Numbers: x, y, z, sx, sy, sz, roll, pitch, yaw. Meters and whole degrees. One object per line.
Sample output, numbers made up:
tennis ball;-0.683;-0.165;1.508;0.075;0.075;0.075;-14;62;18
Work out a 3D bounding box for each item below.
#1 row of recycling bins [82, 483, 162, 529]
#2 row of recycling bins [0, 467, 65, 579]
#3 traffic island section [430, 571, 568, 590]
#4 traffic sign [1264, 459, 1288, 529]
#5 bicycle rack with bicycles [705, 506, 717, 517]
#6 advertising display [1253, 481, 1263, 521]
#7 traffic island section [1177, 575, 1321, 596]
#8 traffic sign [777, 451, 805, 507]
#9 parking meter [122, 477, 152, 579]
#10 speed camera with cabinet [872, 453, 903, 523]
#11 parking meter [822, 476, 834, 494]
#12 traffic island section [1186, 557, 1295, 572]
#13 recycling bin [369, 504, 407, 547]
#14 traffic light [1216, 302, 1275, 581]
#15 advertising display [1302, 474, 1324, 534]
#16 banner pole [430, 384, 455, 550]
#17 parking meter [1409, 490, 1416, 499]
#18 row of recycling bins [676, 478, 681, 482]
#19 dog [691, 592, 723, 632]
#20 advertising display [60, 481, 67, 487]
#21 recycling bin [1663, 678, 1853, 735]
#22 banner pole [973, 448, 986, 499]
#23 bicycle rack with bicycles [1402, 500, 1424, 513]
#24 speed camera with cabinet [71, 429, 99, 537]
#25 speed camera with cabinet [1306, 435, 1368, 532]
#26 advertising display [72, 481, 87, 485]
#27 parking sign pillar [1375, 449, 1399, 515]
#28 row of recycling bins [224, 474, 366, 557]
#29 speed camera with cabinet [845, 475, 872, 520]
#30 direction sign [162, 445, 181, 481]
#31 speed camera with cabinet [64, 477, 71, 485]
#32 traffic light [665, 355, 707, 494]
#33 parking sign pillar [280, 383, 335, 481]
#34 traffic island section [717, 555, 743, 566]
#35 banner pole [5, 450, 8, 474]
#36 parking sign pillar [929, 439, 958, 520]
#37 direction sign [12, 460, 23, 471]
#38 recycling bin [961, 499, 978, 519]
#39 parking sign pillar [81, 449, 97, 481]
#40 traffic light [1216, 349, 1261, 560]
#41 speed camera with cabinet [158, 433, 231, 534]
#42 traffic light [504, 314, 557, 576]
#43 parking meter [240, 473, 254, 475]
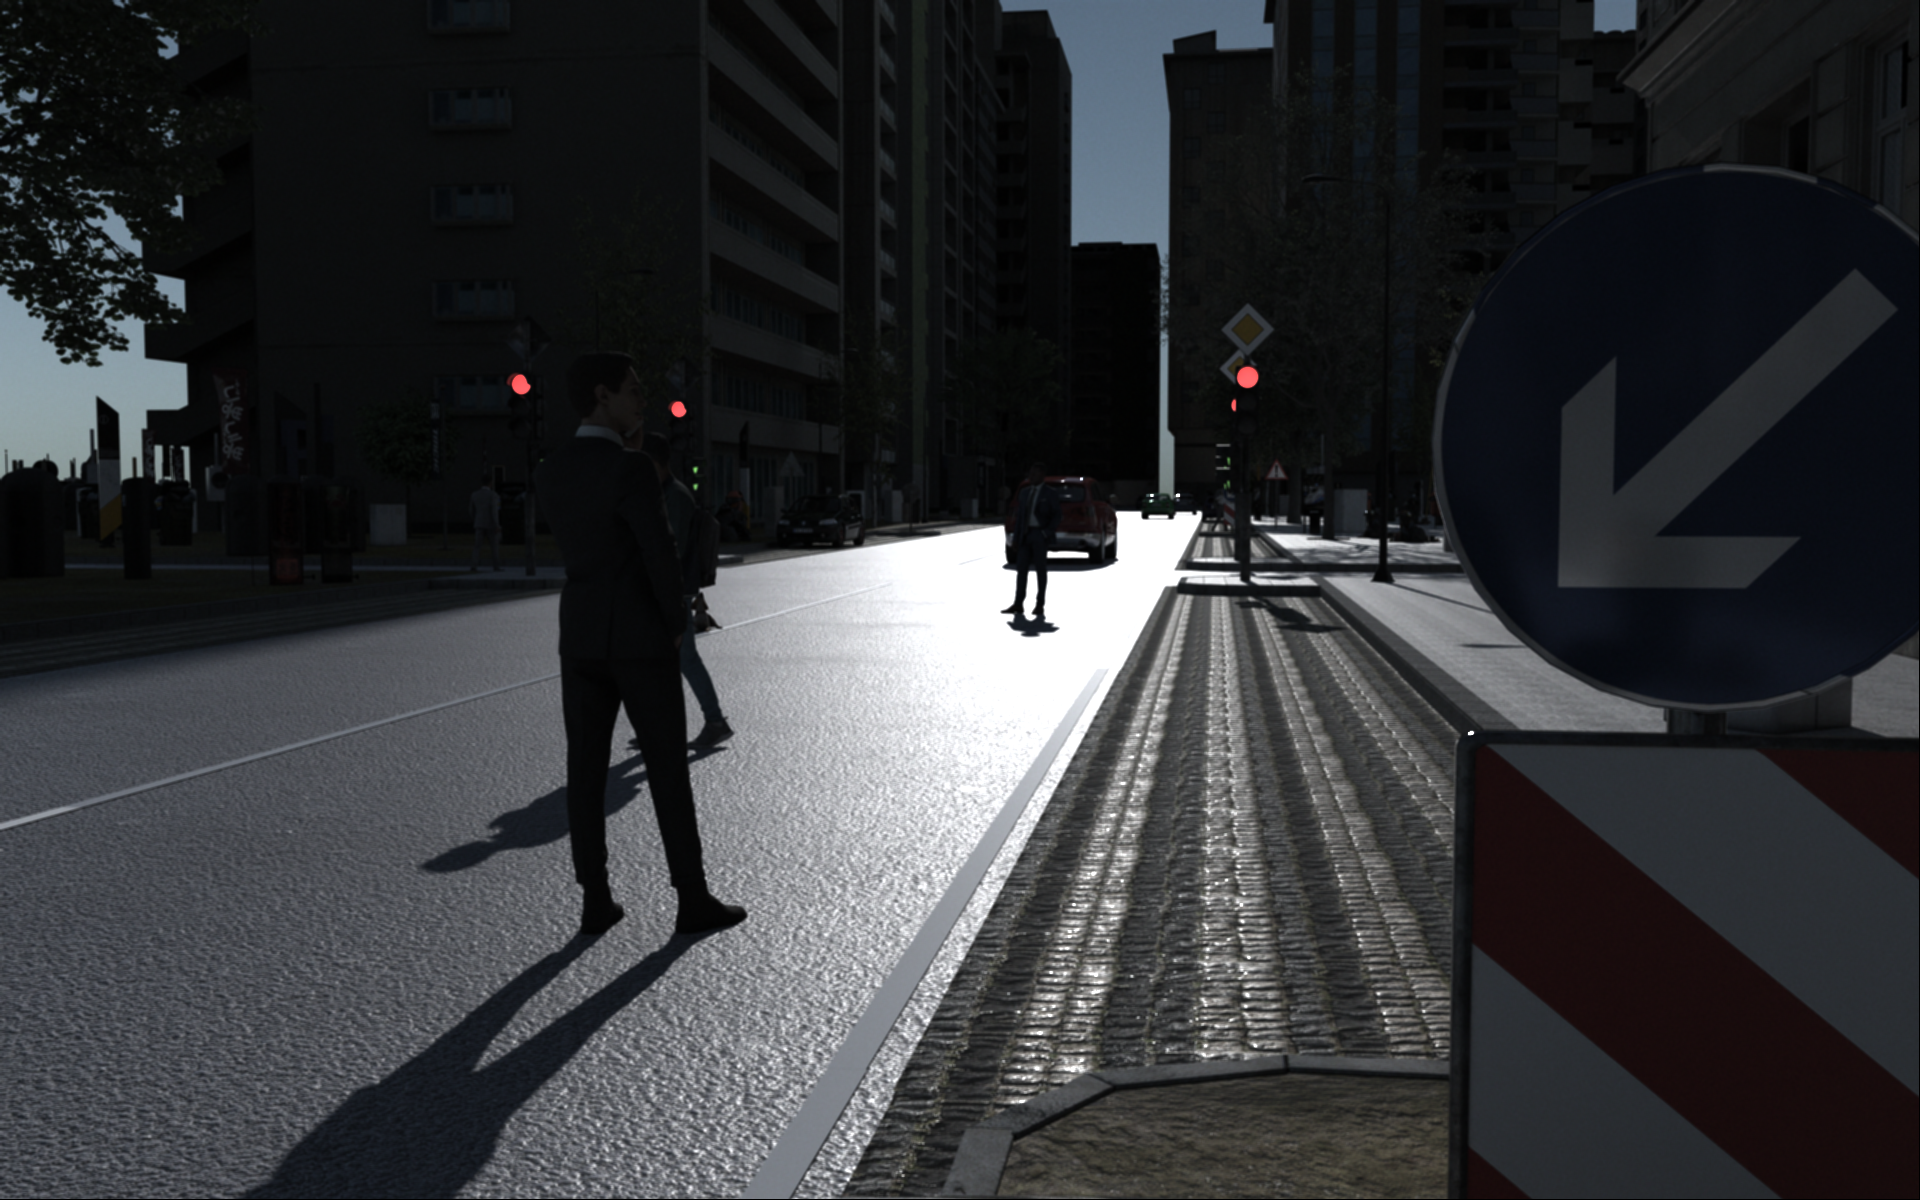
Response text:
row of recycling bins;-30.653;-3.412;62.907;1.069;1.692;3.534;3;5;44
row of recycling bins;-15.102;-1.139;25.730;1.069;1.692;3.534;2;4;33
traffic island section;-6.777;-0.305;27.269;2.009;0.180;2.903;1;4;8
traffic sign;11.659;-3.905;63.849;0.884;2.594;0.081;1;4;10
bicycle rack with bicycles;-7.679;-2.368;52.096;2.925;0.926;2.852;2;4;31
advertising display;14.509;-4.842;84.385;0.123;1.923;0.974;-1;4;-10
traffic island section;4.245;-0.206;25.651;2.009;0.180;2.903;1;4;8
traffic sign;-5.064;-3.175;51.913;0.884;2.594;0.081;1;4;14
parking meter;-12.426;-1.084;26.136;0.372;1.533;0.369;0;3;0
speed camera with cabinet;-3.186;-5.144;78.432;0.660;3.252;2.038;-1;4;-23
parking meter;-4.407;-3.176;57.646;0.399;1.863;0.255;-2;4;-31
traffic island section;5.406;-0.689;33.552;2.009;0.180;2.903;1;4;8
recycling bin;-14.114;-1.846;42.739;0.722;1.027;0.722;-2;4;-33
traffic light;4.207;-2.240;25.543;0.839;4.253;0.868;1;4;8
advertising display;11.416;-3.086;55.674;0.123;1.923;0.974;-3;4;-38
banner pole;-11.951;-3.042;39.761;0.401;3.779;0.863;-3;5;-44
parking meter;27.836;-6.005;106.592;0.372;1.533;0.369;0;3;0
row of recycling bins;-8.314;-2.280;44.391;3.534;1.692;1.069;2;4;31
dog;-2.646;0.117;18.283;0.550;0.427;0.748;3;4;37
advertising display;-43.152;-4.739;82.704;0.974;1.923;0.123;-3;4;-38
recycling bin;4.455;0.177;9.664;0.722;1.027;0.722;-2;4;-30
banner pole;0.992;-6.321;93.363;0.863;3.779;0.401;1;4;15
bicycle rack with bicycles;26.726;-5.279;99.693;2.852;0.926;2.925;1;4;19
speed camera with cabinet;-26.075;-3.538;52.186;0.660;3.252;2.038;-1;4;-14
speed camera with cabinet;12.636;-3.897;58.053;2.038;3.252;0.660;-1;4;-18
advertising display;-42.811;-4.854;84.570;0.123;1.923;0.974;2;4;35
parking sign pillar;25.714;-7.085;104.313;1.447;3.967;1.447;-3;5;-43
row of recycling bins;-14.109;-1.830;37.033;1.069;1.692;3.534;2;4;25
speed camera with cabinet;-4.588;-5.374;82.203;2.038;3.252;0.660;-2;4;-29
direction sign;-35.596;-5.279;78.312;0.379;3.537;0.876;2;4;35
speed camera with cabinet;-49.253;-6.151;94.896;2.038;3.252;0.660;0;4;5
traffic light;-5.579;-2.820;35.030;0.839;4.253;0.868;1;4;8
parking sign pillar;-15.788;-3.318;42.717;1.447;3.967;1.447;-2;4;-30
traffic island section;-5.617;-0.788;35.170;2.009;0.180;2.903;1;4;8
banner pole;-53.943;-6.609;98.068;0.401;3.779;0.863;-2;4;-26
parking sign pillar;-0.800;-5.943;85.633;1.447;3.967;1.447;0;4;1
direction sign;-62.707;-7.545;115.361;0.876;3.537;0.379;1;4;17
recycling bin;0.488;-4.760;90.380;0.722;1.027;0.722;1;4;23
parking sign pillar;-52.268;-7.066;103.996;1.447;3.967;1.447;0;4;-2
traffic light;5.368;-2.723;33.443;0.839;4.253;0.868;1;4;8
speed camera with cabinet;-24.608;-3.758;55.775;2.038;3.252;0.660;-2;4;-34
traffic light;-6.739;-2.337;27.129;0.839;4.253;0.868;1;4;8
parking meter;-18.681;-2.434;45.513;0.255;1.863;0.399;1;4;12
